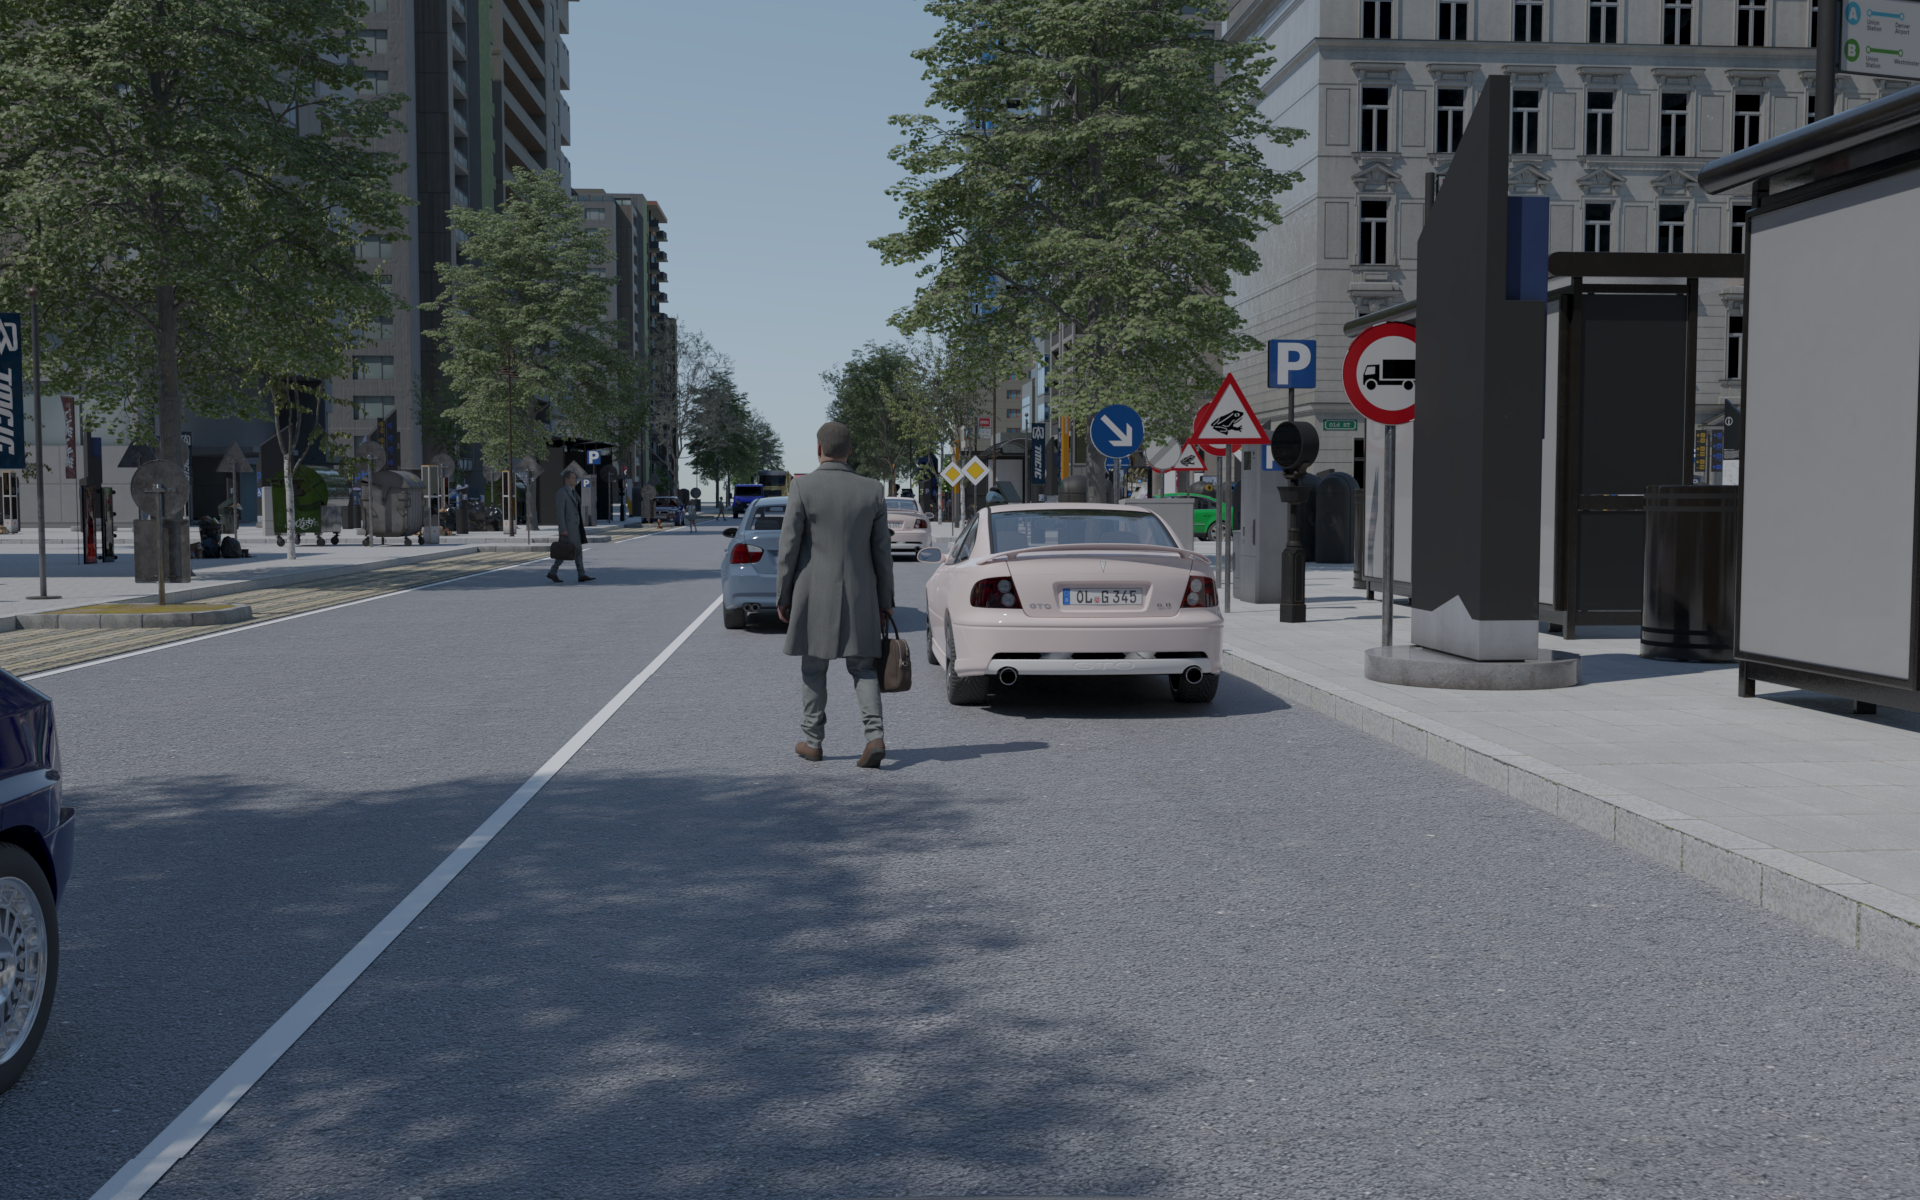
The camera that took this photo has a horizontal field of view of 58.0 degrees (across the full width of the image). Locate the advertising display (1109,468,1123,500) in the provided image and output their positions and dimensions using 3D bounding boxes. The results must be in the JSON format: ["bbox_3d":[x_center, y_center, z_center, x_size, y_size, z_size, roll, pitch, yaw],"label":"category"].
[{"bbox_3d":[3.880,-2.304,42.891,0.123,1.923,0.974,1,4,22],"label":"advertising display"}]

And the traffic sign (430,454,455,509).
[{"bbox_3d":[-16.320,-3.334,54.615,0.768,2.556,0.104,0,4,-1],"label":"traffic sign"}]

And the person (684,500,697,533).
[{"bbox_3d":[-9.996,-3.100,64.204,0.505,1.210,0.382,0,4,-6],"label":"person"}]

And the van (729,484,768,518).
[{"bbox_3d":[-12.611,-6.065,103.543,2.240,2.365,5.245,0,4,-6],"label":"van"}]

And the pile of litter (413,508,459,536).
[{"bbox_3d":[-16.217,-2.416,53.474,1.176,0.858,1.719,-3,5,-40],"label":"pile of litter"}]

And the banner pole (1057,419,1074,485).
[{"bbox_3d":[3.554,-4.149,57.851,0.863,3.779,0.401,-3,4,-38],"label":"banner pole"}]

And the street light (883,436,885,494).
[{"bbox_3d":[-5.531,-9.381,126.168,0.468,5.910,1.993,0,4,-4],"label":"street light"}]

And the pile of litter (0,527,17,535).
[{"bbox_3d":[-30.674,-2.497,54.798,1.719,0.858,1.176,0,4,0],"label":"pile of litter"}]

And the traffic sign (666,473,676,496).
[{"bbox_3d":[-18.088,-6.577,107.545,0.884,2.594,0.081,0,4,-2],"label":"traffic sign"}]

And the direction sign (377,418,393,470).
[{"bbox_3d":[-17.134,-3.651,51.693,0.379,3.537,0.876,1,4,10],"label":"direction sign"}]

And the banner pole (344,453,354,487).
[{"bbox_3d":[-37.185,-7.056,105.383,0.863,3.779,0.401,0,4,4],"label":"banner pole"}]

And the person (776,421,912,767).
[{"bbox_3d":[-0.643,-0.036,9.191,0.694,1.812,0.767,-1,4,-21],"label":"person"}]

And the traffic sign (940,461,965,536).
[{"bbox_3d":[-0.223,-2.996,52.634,0.795,2.450,0.064,0,4,-4],"label":"traffic sign"}]

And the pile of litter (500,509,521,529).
[{"bbox_3d":[-16.952,-3.019,63.328,1.719,0.858,1.176,1,4,20],"label":"pile of litter"}]

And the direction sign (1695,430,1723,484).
[{"bbox_3d":[26.330,-4.218,60.963,0.876,3.537,0.379,1,4,18],"label":"direction sign"}]

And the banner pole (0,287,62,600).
[{"bbox_3d":[-11.450,-1.899,21.066,0.863,3.779,0.401,0,4,-7],"label":"banner pole"}]

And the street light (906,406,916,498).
[{"bbox_3d":[-2.499,-7.042,87.918,0.468,5.910,1.993,0,4,-4],"label":"street light"}]

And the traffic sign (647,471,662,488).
[{"bbox_3d":[-17.027,-5.900,96.461,0.884,2.594,0.081,0,4,3],"label":"traffic sign"}]

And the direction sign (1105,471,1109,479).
[{"bbox_3d":[8.674,-6.864,104.221,0.379,3.537,0.876,3,5,42],"label":"direction sign"}]

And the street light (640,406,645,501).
[{"bbox_3d":[-16.579,-7.188,90.308,0.468,5.910,1.993,0,4,-4],"label":"street light"}]

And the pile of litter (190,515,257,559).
[{"bbox_3d":[-15.051,-1.267,34.683,1.719,0.858,1.176,-1,4,-8],"label":"pile of litter"}]

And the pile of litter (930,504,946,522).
[{"bbox_3d":[-1.442,-4.052,80.214,1.719,0.858,1.176,1,4,15],"label":"pile of litter"}]

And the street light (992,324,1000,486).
[{"bbox_3d":[0.881,-4.374,44.308,0.468,5.910,1.993,0,4,-4],"label":"street light"}]

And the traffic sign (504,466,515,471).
[{"bbox_3d":[-20.141,-4.748,77.735,0.768,2.556,0.104,0,4,-4],"label":"traffic sign"}]

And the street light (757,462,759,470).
[{"bbox_3d":[-28.978,-16.910,249.270,0.468,5.910,1.993,0,4,-4],"label":"street light"}]

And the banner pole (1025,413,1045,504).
[{"bbox_3d":[2.270,-3.885,53.538,0.863,3.779,0.401,-1,4,-19],"label":"banner pole"}]

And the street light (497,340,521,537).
[{"bbox_3d":[-13.512,-4.849,52.061,0.468,5.910,1.993,0,4,-4],"label":"street light"}]

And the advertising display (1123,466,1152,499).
[{"bbox_3d":[4.125,-2.120,39.874,0.123,1.923,0.974,-2,4,-24],"label":"advertising display"}]

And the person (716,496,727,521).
[{"bbox_3d":[-12.850,-4.918,93.183,0.640,1.303,0.475,-2,4,-33],"label":"person"}]

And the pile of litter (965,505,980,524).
[{"bbox_3d":[0.740,-3.626,73.244,1.176,0.858,1.719,-3,4,-37],"label":"pile of litter"}]

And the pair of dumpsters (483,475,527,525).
[{"bbox_3d":[-18.982,-4.308,72.924,1.574,2.255,4.437,0,4,-5],"label":"pair of dumpsters"}]

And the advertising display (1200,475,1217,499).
[{"bbox_3d":[8.666,-3.360,60.151,0.974,1.923,0.123,-3,5,-43],"label":"advertising display"}]

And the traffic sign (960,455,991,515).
[{"bbox_3d":[0.393,-2.509,44.672,0.795,2.450,0.064,0,4,-4],"label":"traffic sign"}]

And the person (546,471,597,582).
[{"bbox_3d":[-6.327,-1.196,28.157,0.767,1.812,0.694,1,4,10],"label":"person"}]

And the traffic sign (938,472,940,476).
[{"bbox_3d":[-1.341,-5.980,97.878,0.768,2.556,0.104,0,4,5],"label":"traffic sign"}]

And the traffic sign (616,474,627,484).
[{"bbox_3d":[-20.994,-6.570,107.518,0.768,2.556,0.104,0,4,-3],"label":"traffic sign"}]

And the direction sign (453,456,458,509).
[{"bbox_3d":[-29.007,-6.588,99.703,0.379,3.537,0.876,0,4,-3],"label":"direction sign"}]

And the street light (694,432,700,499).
[{"bbox_3d":[-19.480,-9.505,128.198,0.468,5.910,1.993,0,4,-4],"label":"street light"}]

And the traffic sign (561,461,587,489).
[{"bbox_3d":[-11.535,-2.944,51.783,0.795,2.450,0.064,0,4,-4],"label":"traffic sign"}]

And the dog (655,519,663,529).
[{"bbox_3d":[-12.376,-3.099,70.869,0.550,0.427,0.748,2,4,26],"label":"dog"}]

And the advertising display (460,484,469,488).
[{"bbox_3d":[-31.157,-6.293,108.106,0.974,1.923,0.123,-1,4,-20],"label":"advertising display"}]

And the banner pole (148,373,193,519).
[{"bbox_3d":[-16.518,-2.811,35.973,0.401,3.779,0.863,2,4,33],"label":"banner pole"}]

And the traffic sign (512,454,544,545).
[{"bbox_3d":[-10.919,-2.457,43.821,0.795,2.450,0.064,0,4,-4],"label":"traffic sign"}]

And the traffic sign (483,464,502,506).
[{"bbox_3d":[-18.629,-4.213,68.988,0.768,2.556,0.104,0,4,1],"label":"traffic sign"}]

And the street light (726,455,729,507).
[{"bbox_3d":[-22.520,-11.861,166.720,0.468,5.910,1.993,0,4,-4],"label":"street light"}]

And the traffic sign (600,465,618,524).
[{"bbox_3d":[-15.283,-4.607,75.431,0.768,2.556,0.104,0,4,3],"label":"traffic sign"}]
